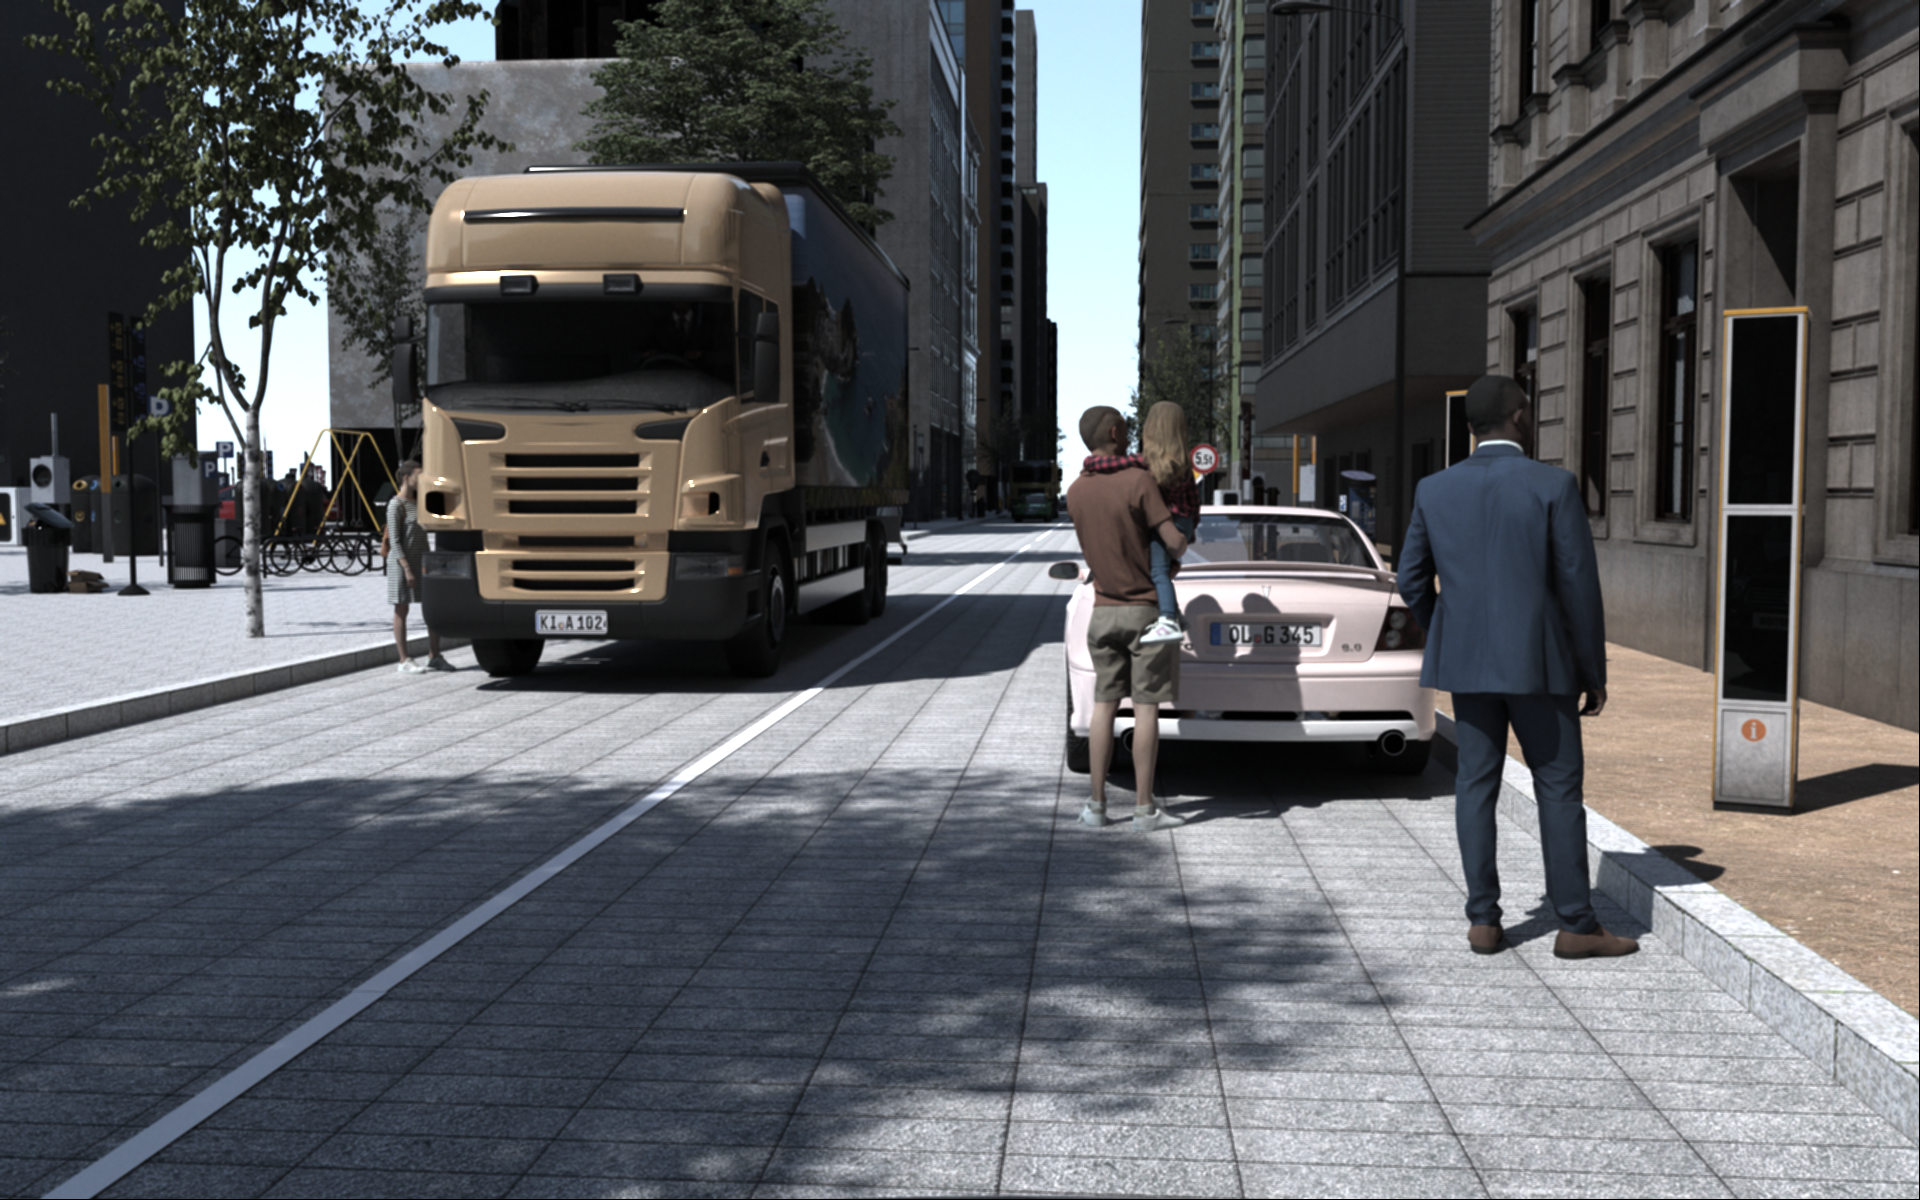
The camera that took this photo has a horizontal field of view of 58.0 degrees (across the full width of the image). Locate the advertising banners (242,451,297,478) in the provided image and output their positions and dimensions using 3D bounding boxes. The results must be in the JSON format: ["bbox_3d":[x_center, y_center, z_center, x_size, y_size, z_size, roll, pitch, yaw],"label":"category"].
[{"bbox_3d":[-26.558,-4.317,66.776,2.074,3.025,0.090,-1,4,-11],"label":"advertising banners"}]

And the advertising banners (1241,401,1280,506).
[{"bbox_3d":[5.806,-2.287,33.574,0.090,3.025,2.074,2,4,31],"label":"advertising banners"}]

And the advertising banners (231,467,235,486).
[{"bbox_3d":[-46.301,-7.026,111.061,0.090,3.025,2.074,0,4,0],"label":"advertising banners"}]

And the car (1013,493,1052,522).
[{"bbox_3d":[3.763,-4.899,88.895,1.959,1.807,4.718,0,4,6],"label":"car"}]

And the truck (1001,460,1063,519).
[{"bbox_3d":[4.400,-6.458,101.514,3.469,3.379,9.791,0,4,5],"label":"truck"}]

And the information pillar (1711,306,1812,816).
[{"bbox_3d":[3.248,-0.155,7.021,0.304,2.012,0.304,2,4,29],"label":"information pillar"}]

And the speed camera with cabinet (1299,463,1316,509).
[{"bbox_3d":[11.347,-3.667,54.291,0.660,3.252,2.038,3,4,38],"label":"speed camera with cabinet"}]

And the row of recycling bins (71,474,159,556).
[{"bbox_3d":[-18.061,-1.832,37.058,1.069,1.692,3.534,-3,5,-43],"label":"row of recycling bins"}]

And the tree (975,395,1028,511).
[{"bbox_3d":[2.975,-10.870,128.093,4.360,8.622,3.978,0,3,0],"label":"tree"}]

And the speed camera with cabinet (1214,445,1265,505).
[{"bbox_3d":[11.269,-4.617,69.827,2.038,3.252,0.660,-1,4,-21],"label":"speed camera with cabinet"}]

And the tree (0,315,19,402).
[{"bbox_3d":[-27.459,-5.842,45.872,4.360,8.622,3.978,0,3,0],"label":"tree"}]

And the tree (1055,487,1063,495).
[{"bbox_3d":[14.644,-16.288,260.910,1.663,3.219,1.824,0,3,0],"label":"tree"}]

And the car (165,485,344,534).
[{"bbox_3d":[-21.743,-2.731,53.320,5.304,1.827,2.281,0,4,4],"label":"car"}]

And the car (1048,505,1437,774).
[{"bbox_3d":[1.556,0.127,10.285,2.083,1.381,4.827,0,4,4],"label":"car"}]

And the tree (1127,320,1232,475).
[{"bbox_3d":[9.047,-7.532,73.513,4.737,8.622,4.395,0,3,0],"label":"tree"}]

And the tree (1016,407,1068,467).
[{"bbox_3d":[8.978,-17.125,205.753,9.928,11.665,9.643,0,3,0],"label":"tree"}]

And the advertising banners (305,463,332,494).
[{"bbox_3d":[-35.644,-6.174,97.129,2.074,3.025,0.090,-2,4,-35],"label":"advertising banners"}]

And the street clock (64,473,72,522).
[{"bbox_3d":[-30.212,-3.306,58.620,0.358,2.002,0.471,-3,5,-43],"label":"street clock"}]

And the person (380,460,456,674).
[{"bbox_3d":[-4.394,-0.267,13.870,0.522,1.701,0.512,1,4,13],"label":"person"}]

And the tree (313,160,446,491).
[{"bbox_3d":[-12.108,-5.372,38.187,4.360,8.622,3.978,0,3,0],"label":"tree"}]

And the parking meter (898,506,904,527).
[{"bbox_3d":[-2.335,-3.561,66.640,0.372,1.533,0.369,0,3,0],"label":"parking meter"}]

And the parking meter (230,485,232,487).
[{"bbox_3d":[-48.442,-6.672,114.798,0.399,1.863,0.255,1,4,22],"label":"parking meter"}]

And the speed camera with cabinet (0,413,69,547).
[{"bbox_3d":[-22.861,-2.941,42.417,2.038,3.252,0.660,1,4,14],"label":"speed camera with cabinet"}]

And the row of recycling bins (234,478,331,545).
[{"bbox_3d":[-17.654,-2.310,44.878,1.069,1.692,3.534,0,4,8],"label":"row of recycling bins"}]

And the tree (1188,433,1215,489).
[{"bbox_3d":[11.055,-6.155,84.354,4.285,4.588,4.351,0,3,0],"label":"tree"}]

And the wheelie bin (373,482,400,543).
[{"bbox_3d":[-14.931,-2.295,45.429,0.980,1.594,0.693,3,4,37],"label":"wheelie bin"}]

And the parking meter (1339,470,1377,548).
[{"bbox_3d":[4.087,-0.575,17.811,0.372,1.533,0.369,0,3,0],"label":"parking meter"}]

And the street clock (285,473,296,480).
[{"bbox_3d":[-23.316,-3.411,60.333,0.358,2.002,0.471,0,4,-3],"label":"street clock"}]

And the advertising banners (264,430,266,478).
[{"bbox_3d":[-19.129,-3.154,47.757,0.090,3.025,2.074,-1,4,-20],"label":"advertising banners"}]

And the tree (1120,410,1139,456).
[{"bbox_3d":[21.373,-17.628,213.968,9.928,11.665,9.643,0,3,0],"label":"tree"}]

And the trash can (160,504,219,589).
[{"bbox_3d":[-10.483,-0.732,23.615,0.748,1.137,0.748,0,3,0],"label":"trash can"}]

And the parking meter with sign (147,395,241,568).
[{"bbox_3d":[-13.376,-2.081,30.289,1.738,3.016,0.543,1,4,22],"label":"parking meter with sign"}]

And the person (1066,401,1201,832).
[{"bbox_3d":[0.767,0.061,7.470,0.580,1.828,0.573,0,4,-7],"label":"person"}]

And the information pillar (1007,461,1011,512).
[{"bbox_3d":[3.429,-7.953,121.387,0.183,3.616,0.504,2,4,26],"label":"information pillar"}]

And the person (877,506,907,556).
[{"bbox_3d":[-1.557,-1.914,39.675,0.818,1.842,0.514,3,5,42],"label":"person"}]

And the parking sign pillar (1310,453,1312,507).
[{"bbox_3d":[16.625,-5.529,78.878,1.447,3.967,1.447,3,4,38],"label":"parking sign pillar"}]

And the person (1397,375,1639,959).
[{"bbox_3d":[1.730,0.201,5.404,0.721,1.800,0.419,2,4,29],"label":"person"}]

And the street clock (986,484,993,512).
[{"bbox_3d":[2.122,-7.250,123.113,0.471,2.002,0.358,0,4,6],"label":"street clock"}]

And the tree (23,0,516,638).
[{"bbox_3d":[-6.278,-3.984,15.502,4.737,8.622,4.395,0,3,0],"label":"tree"}]

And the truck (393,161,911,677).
[{"bbox_3d":[-2.325,-1.719,17.012,2.839,4.237,11.283,0,4,5],"label":"truck"}]

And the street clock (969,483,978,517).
[{"bbox_3d":[0.744,-5.607,96.237,0.471,2.002,0.358,-1,4,-15],"label":"street clock"}]

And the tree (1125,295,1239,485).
[{"bbox_3d":[8.321,-6.915,63.428,4.360,8.622,3.978,0,3,0],"label":"tree"}]

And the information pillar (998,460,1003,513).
[{"bbox_3d":[2.774,-7.893,120.401,0.183,3.616,0.504,-2,4,-35],"label":"information pillar"}]

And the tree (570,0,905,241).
[{"bbox_3d":[-4.597,-7.157,35.137,7.486,12.596,7.792,0,3,0],"label":"tree"}]

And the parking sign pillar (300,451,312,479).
[{"bbox_3d":[-40.606,-7.289,107.649,1.447,3.967,1.447,-3,4,-36],"label":"parking sign pillar"}]

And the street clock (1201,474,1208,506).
[{"bbox_3d":[8.197,-3.247,57.655,0.358,2.002,0.471,0,4,-3],"label":"street clock"}]

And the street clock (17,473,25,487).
[{"bbox_3d":[-32.237,-3.359,59.490,0.358,2.002,0.471,-2,4,-28],"label":"street clock"}]

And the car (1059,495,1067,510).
[{"bbox_3d":[9.621,-8.651,153.810,2.083,1.381,4.827,0,4,6],"label":"car"}]
